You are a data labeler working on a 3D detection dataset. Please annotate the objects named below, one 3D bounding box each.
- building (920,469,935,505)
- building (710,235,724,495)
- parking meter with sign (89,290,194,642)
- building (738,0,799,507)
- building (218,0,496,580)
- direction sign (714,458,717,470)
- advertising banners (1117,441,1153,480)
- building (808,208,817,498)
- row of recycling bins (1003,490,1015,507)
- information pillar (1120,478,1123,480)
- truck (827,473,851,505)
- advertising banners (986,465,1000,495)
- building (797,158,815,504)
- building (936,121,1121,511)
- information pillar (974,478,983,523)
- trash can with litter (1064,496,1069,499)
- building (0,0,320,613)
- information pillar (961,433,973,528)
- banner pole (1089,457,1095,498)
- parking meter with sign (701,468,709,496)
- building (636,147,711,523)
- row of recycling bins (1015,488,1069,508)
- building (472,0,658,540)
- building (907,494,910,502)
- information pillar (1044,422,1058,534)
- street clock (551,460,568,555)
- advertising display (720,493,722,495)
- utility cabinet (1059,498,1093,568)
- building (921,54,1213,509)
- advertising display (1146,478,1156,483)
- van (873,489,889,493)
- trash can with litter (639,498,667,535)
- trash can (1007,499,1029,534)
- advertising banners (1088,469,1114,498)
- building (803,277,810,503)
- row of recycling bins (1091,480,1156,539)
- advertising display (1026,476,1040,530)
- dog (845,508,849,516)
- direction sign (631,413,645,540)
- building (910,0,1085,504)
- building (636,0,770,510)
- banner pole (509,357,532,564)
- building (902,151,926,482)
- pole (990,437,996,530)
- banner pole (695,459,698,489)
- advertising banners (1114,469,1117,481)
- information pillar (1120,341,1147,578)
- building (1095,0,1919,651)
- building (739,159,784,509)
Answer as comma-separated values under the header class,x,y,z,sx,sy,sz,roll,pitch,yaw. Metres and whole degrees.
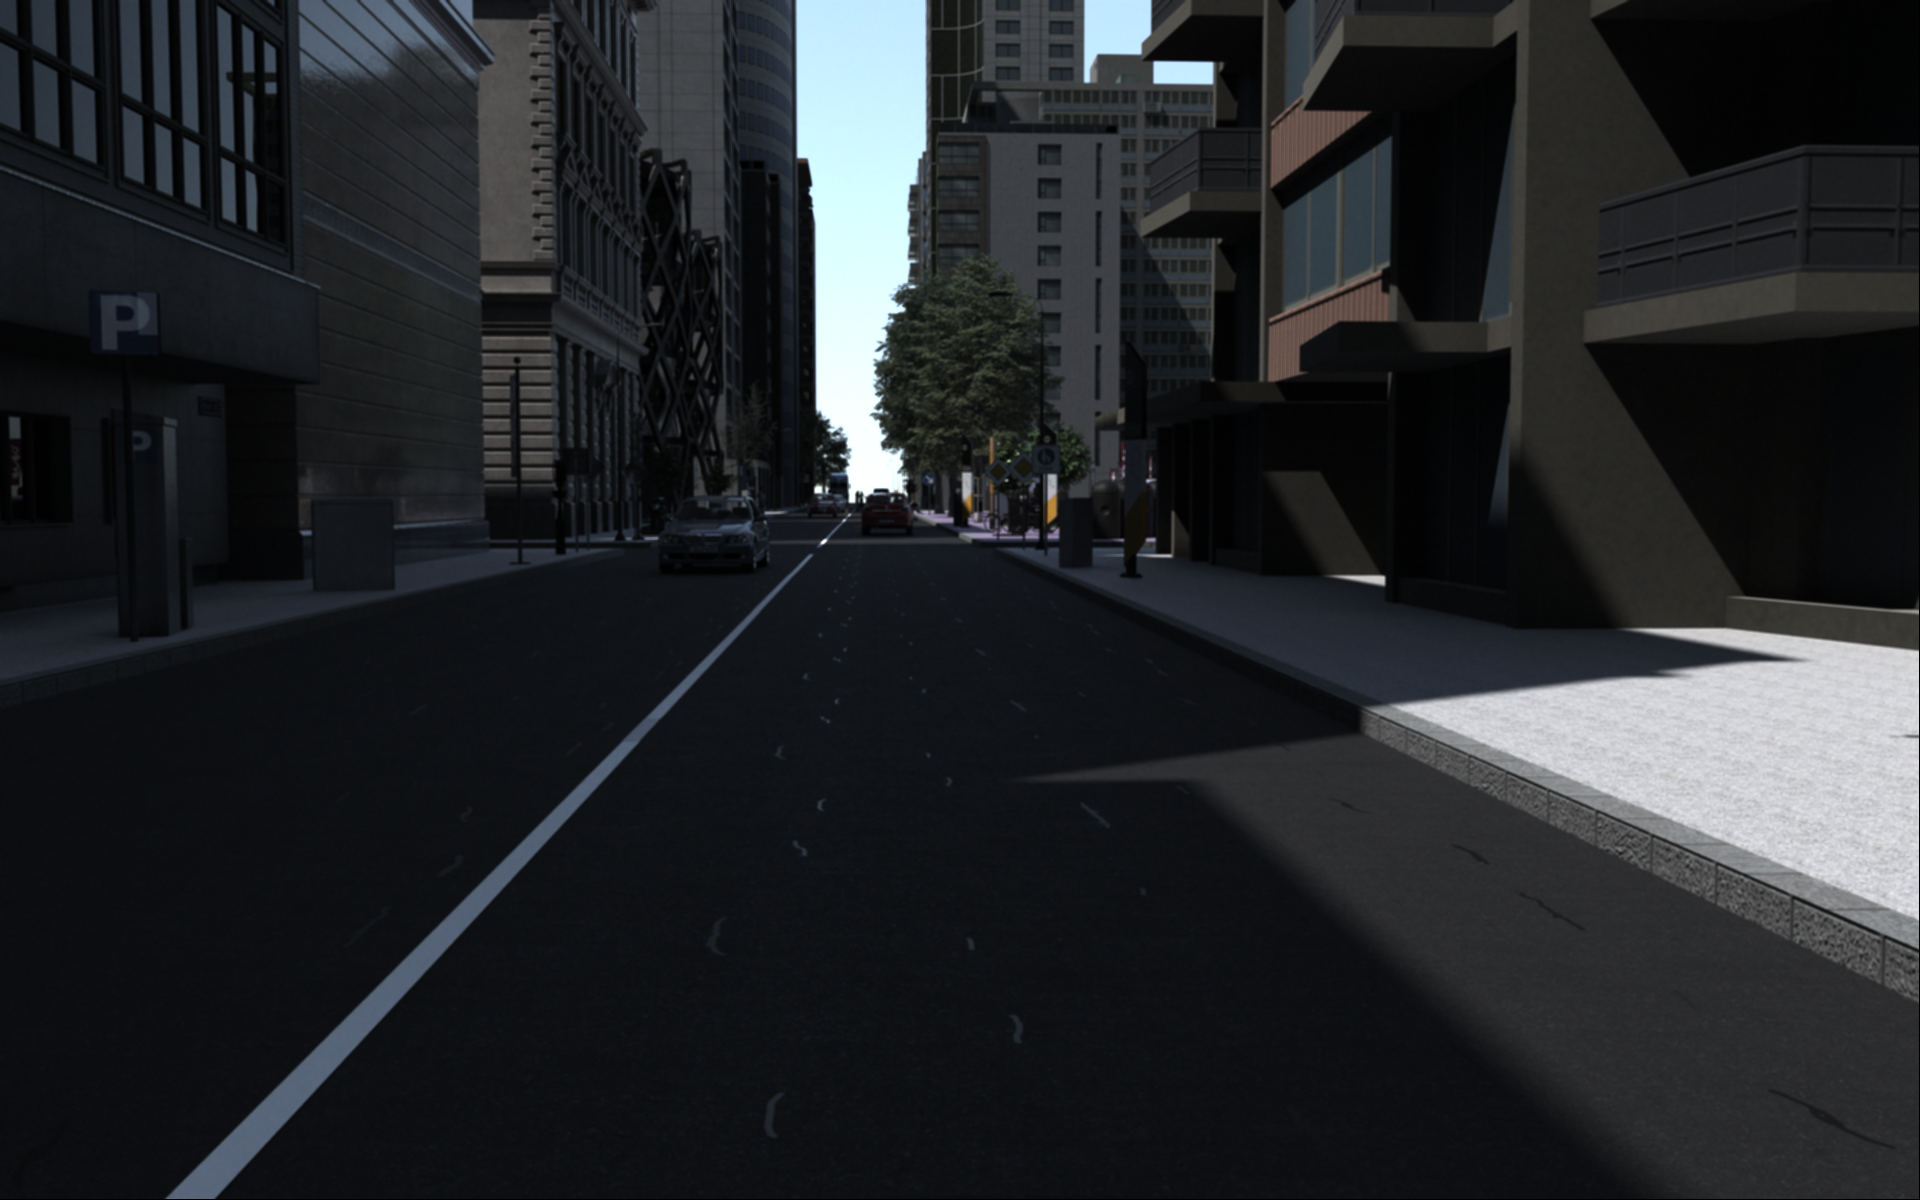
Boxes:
class,x,y,z,sx,sy,sz,roll,pitch,yaw
building,10.010,-20.756,184.397,27.650,21.520,28.899,0,4,-3
building,-21.933,-14.076,97.587,16.820,18.784,16.811,0,4,-3
parking meter with sign,-7.381,-1.193,15.764,0.543,3.016,1.738,-1,4,-14
building,-26.982,-38.376,169.446,21.231,58.520,28.212,0,4,-3
building,-19.836,-14.986,30.922,20.117,28.700,13.634,0,4,-3
direction sign,-15.221,-7.108,108.215,0.379,3.537,0.876,-2,4,-27
advertising banners,5.769,-3.665,56.117,0.090,3.025,2.074,-2,4,-28
building,-28.995,-37.494,263.139,14.600,45.320,14.200,0,4,-3
row of recycling bins,3.995,-7.024,121.954,1.069,1.692,3.534,-2,4,-24
information pillar,7.545,-4.584,79.438,0.304,2.012,0.304,-2,4,-35
truck,-15.840,-14.480,226.511,2.967,4.110,18.799,0,4,-4
advertising banners,1.972,-6.615,104.350,0.090,3.025,2.074,2,4,26
building,-29.862,-34.580,220.000,22.147,44.769,28.867,0,4,-3
building,5.003,-22.417,138.211,14.160,30.474,14.107,0,4,-3
information pillar,0.824,-4.462,77.444,0.304,2.012,0.304,-3,4,-37
trash can with litter,6.732,-5.688,104.380,1.055,1.170,0.624,-1,4,-16
building,-15.339,-13.356,11.882,14.314,27.812,24.014,0,4,-3
information pillar,0.276,-4.575,66.152,0.504,3.616,0.183,3,5,42
banner pole,8.881,-7.751,116.740,0.401,3.779,0.863,3,5,41
parking meter with sign,-16.686,-7.312,115.809,0.543,3.016,1.738,-2,4,-34
building,-20.267,-12.711,75.280,16.820,18.784,16.811,0,4,-3
row of recycling bins,5.510,-6.425,112.158,3.534,1.692,1.069,2,4,35
building,-16.627,-13.950,56.958,11.050,23.489,19.941,0,4,-3
building,7.900,-35.417,270.947,32.217,40.220,23.993,0,4,-3
information pillar,2.928,-3.974,56.328,0.504,3.616,0.183,2,4,26
street clock,-8.480,-1.966,36.718,0.358,2.002,0.471,-1,4,-21
advertising display,-17.024,-7.042,120.342,0.974,1.923,0.123,0,4,3
utility cabinet,2.043,-1.187,30.577,0.306,1.237,1.020,1,4,23
building,12.757,-28.473,157.412,32.217,40.220,23.993,0,4,-3
advertising display,7.725,-3.863,68.366,0.974,1.923,0.123,1,4,11
van,-8.727,-11.523,192.776,2.240,2.365,5.245,0,4,-1
trash can with litter,-9.682,-2.627,54.334,1.055,1.170,0.624,3,4,39
trash can,1.846,-2.659,55.132,0.748,1.137,0.748,0,3,0
advertising banners,9.897,-7.570,119.957,2.074,3.025,0.090,1,4,16
building,-32.441,-37.998,244.971,21.300,48.544,21.600,0,4,-3
row of recycling bins,4.978,-2.665,50.681,1.069,1.692,3.534,3,4,39
advertising display,2.832,-3.516,62.706,0.974,1.923,0.123,-2,4,-30
dog,-7.394,-5.754,113.365,0.540,0.507,0.406,2,4,29
direction sign,-9.041,-3.459,48.549,0.379,3.537,0.876,1,4,9
building,4.074,-47.626,216.942,20.563,71.187,20.611,0,4,-3
building,-25.105,-42.349,130.658,20.563,71.187,20.611,0,4,-3
banner pole,-8.176,-2.561,31.886,0.401,3.779,0.863,-2,4,-27
building,3.890,-38.136,243.129,23.786,49.044,30.456,0,4,-3
pole,1.168,-4.171,62.046,0.158,3.312,0.155,0,3,0
banner pole,-16.553,-7.216,108.004,0.401,3.779,0.863,-3,5,-39
advertising banners,9.592,-6.079,95.585,2.074,3.025,0.090,-2,4,-25
information pillar,2.673,-2.148,26.471,0.183,3.616,0.504,-2,4,-29
building,14.464,-22.584,23.878,22.147,44.769,28.867,0,4,-3
building,-22.665,-23.099,149.377,14.160,30.474,14.107,0,4,-3
